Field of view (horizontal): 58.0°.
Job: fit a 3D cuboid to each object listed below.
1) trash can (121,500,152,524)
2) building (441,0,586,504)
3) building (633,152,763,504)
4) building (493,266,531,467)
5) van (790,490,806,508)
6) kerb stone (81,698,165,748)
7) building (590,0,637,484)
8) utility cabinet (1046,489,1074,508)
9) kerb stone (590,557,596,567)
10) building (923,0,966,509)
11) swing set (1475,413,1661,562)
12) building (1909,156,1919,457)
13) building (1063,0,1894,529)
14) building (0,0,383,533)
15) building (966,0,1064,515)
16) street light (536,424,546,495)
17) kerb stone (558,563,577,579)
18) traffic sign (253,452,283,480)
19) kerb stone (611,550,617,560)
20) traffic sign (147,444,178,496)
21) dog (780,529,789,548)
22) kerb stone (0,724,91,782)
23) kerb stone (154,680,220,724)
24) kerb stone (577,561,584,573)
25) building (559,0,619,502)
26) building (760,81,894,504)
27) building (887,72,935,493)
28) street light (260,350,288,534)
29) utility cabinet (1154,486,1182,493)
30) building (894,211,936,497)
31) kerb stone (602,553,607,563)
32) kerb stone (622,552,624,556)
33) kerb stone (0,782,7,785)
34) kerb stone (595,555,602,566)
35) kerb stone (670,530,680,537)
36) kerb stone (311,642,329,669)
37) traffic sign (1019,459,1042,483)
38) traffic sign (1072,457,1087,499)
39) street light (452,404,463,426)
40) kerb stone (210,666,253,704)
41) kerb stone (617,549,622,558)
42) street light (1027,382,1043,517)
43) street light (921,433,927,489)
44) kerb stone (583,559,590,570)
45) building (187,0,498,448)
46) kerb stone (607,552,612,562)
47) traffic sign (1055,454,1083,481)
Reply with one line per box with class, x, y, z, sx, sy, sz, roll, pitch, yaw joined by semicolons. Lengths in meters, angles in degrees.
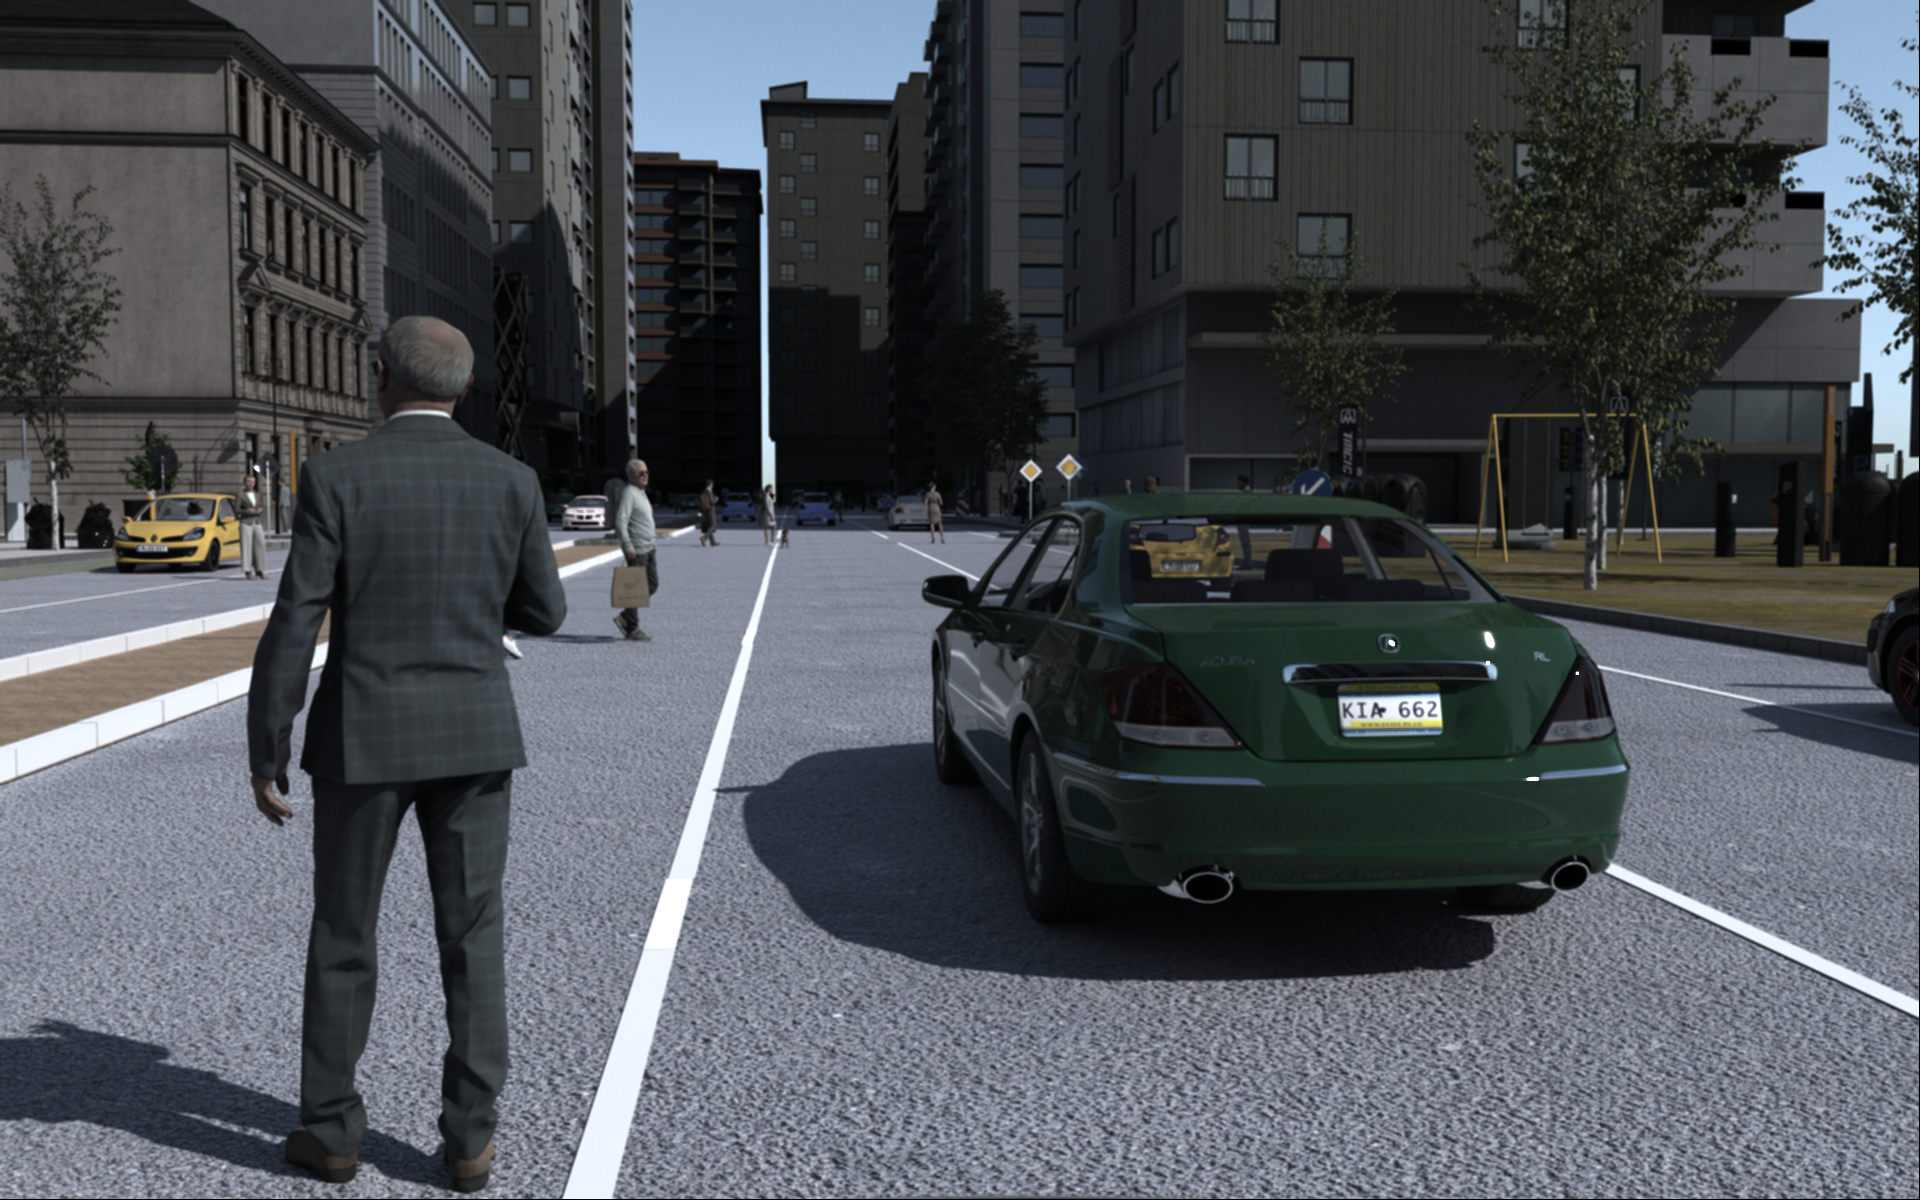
trash can;-20.736;-1.959;43.679;0.748;1.137;0.748;0;3;0
building;-46.120;-33.847;142.640;28.713;52.752;27.495;0;4;-6
building;-40.024;-34.857;224.542;28.867;44.769;22.147;0;4;-6
building;-36.980;-15.016;112.967;16.820;18.784;16.811;0;4;-6
van;-16.814;-10.670;181.460;2.013;2.044;4.112;0;4;-4
kerb stone;-4.959;0.731;10.238;0.120;0.150;1.000;0;4;-6
building;-50.676;-39.757;192.024;28.212;58.520;21.231;0;4;-6
utility cabinet;4.068;-3.748;69.958;1.173;1.500;0.318;0;4;-4
kerb stone;-7.250;-0.704;33.702;0.120;0.150;1.000;0;4;-6
building;8.366;-32.847;156.653;23.786;49.044;30.456;0;4;-6
swing set;11.990;-2.222;33.956;3.119;2.851;2.862;0;4;5
building;48.865;-23.527;68.263;14.086;41.232;14.154;0;4;-6
building;19.340;-29.652;74.050;27.495;52.752;28.713;0;4;-6
building;-29.331;-12.279;65.390;10.561;19.102;19.286;0;4;-6
building;10.930;-35.285;118.915;21.231;58.520;28.212;0;4;-6
street light;-27.743;-8.695;114.951;0.468;5.910;1.993;0;4;-6
kerb stone;-6.948;-0.517;30.648;0.120;0.150;1.000;0;4;-6
traffic sign;-19.039;-2.780;47.636;0.795;2.593;0.064;0;4;-6
kerb stone;-7.639;-0.952;37.781;0.120;0.150;1.000;0;4;-6
traffic sign;-20.427;-2.708;44.383;0.768;2.556;0.104;0;4;-1
dog;-4.656;-1.642;46.130;0.540;0.507;0.406;3;5;42
kerb stone;-4.857;0.797;9.215;0.120;0.150;1.000;0;4;-6
kerb stone;-5.057;0.669;11.263;0.120;0.150;1.000;0;4;-6
kerb stone;-7.048;-0.578;31.665;0.120;0.150;1.000;0;4;-6
building;-44.005;-44.542;166.515;20.563;71.187;20.611;0;4;-6
building;-12.325;-39.228;230.614;27.495;52.752;28.713;0;4;-6
building;3.025;-35.065;197.012;21.300;48.544;21.600;0;4;-6
street light;-21.958;-5.062;55.553;0.468;5.910;1.993;0;4;-6
utility cabinet;5.907;-2.491;49.411;0.318;1.500;1.173;-1;4;-23
building;0.062;-24.920;179.140;14.160;30.474;14.107;0;4;-6
kerb stone;-7.444;-0.829;35.745;0.120;0.150;1.000;0;4;-6
kerb stone;-7.842;-1.079;39.839;0.120;0.150;1.000;0;4;-6
kerb stone;-4.756;0.856;8.198;0.120;0.150;1.000;0;4;-6
kerb stone;-7.350;-0.760;34.720;0.120;0.150;1.000;0;4;-6
kerb stone;-9.681;-2.233;58.709;0.120;0.150;1.000;0;4;-6
kerb stone;-5.364;0.486;14.327;0.120;0.150;1.000;0;4;-6
traffic sign;2.377;-3.396;57.719;0.795;2.593;0.064;0;4;-6
traffic sign;3.939;-3.611;59.138;0.768;2.556;0.104;0;4;3
street light;-24.831;-6.893;85.495;0.468;5.910;1.993;0;4;-6
kerb stone;-5.159;0.606;12.284;0.120;0.150;1.000;0;4;-6
kerb stone;-7.743;-1.014;38.809;0.120;0.150;1.000;0;4;-6
street light;3.076;-6.045;71.625;0.468;5.910;1.993;0;4;-6
street light;-2.766;-9.743;132.078;0.468;5.910;1.993;0;4;-6
kerb stone;-7.145;-0.641;32.684;0.120;0.150;1.000;0;4;-6
building;-32.121;-19.077;89.409;11.434;29.767;29.804;0;4;-6
kerb stone;-7.544;-0.891;36.763;0.120;0.150;1.000;0;4;-6
traffic sign;3.152;-2.910;49.771;0.795;2.593;0.064;0;4;-6
